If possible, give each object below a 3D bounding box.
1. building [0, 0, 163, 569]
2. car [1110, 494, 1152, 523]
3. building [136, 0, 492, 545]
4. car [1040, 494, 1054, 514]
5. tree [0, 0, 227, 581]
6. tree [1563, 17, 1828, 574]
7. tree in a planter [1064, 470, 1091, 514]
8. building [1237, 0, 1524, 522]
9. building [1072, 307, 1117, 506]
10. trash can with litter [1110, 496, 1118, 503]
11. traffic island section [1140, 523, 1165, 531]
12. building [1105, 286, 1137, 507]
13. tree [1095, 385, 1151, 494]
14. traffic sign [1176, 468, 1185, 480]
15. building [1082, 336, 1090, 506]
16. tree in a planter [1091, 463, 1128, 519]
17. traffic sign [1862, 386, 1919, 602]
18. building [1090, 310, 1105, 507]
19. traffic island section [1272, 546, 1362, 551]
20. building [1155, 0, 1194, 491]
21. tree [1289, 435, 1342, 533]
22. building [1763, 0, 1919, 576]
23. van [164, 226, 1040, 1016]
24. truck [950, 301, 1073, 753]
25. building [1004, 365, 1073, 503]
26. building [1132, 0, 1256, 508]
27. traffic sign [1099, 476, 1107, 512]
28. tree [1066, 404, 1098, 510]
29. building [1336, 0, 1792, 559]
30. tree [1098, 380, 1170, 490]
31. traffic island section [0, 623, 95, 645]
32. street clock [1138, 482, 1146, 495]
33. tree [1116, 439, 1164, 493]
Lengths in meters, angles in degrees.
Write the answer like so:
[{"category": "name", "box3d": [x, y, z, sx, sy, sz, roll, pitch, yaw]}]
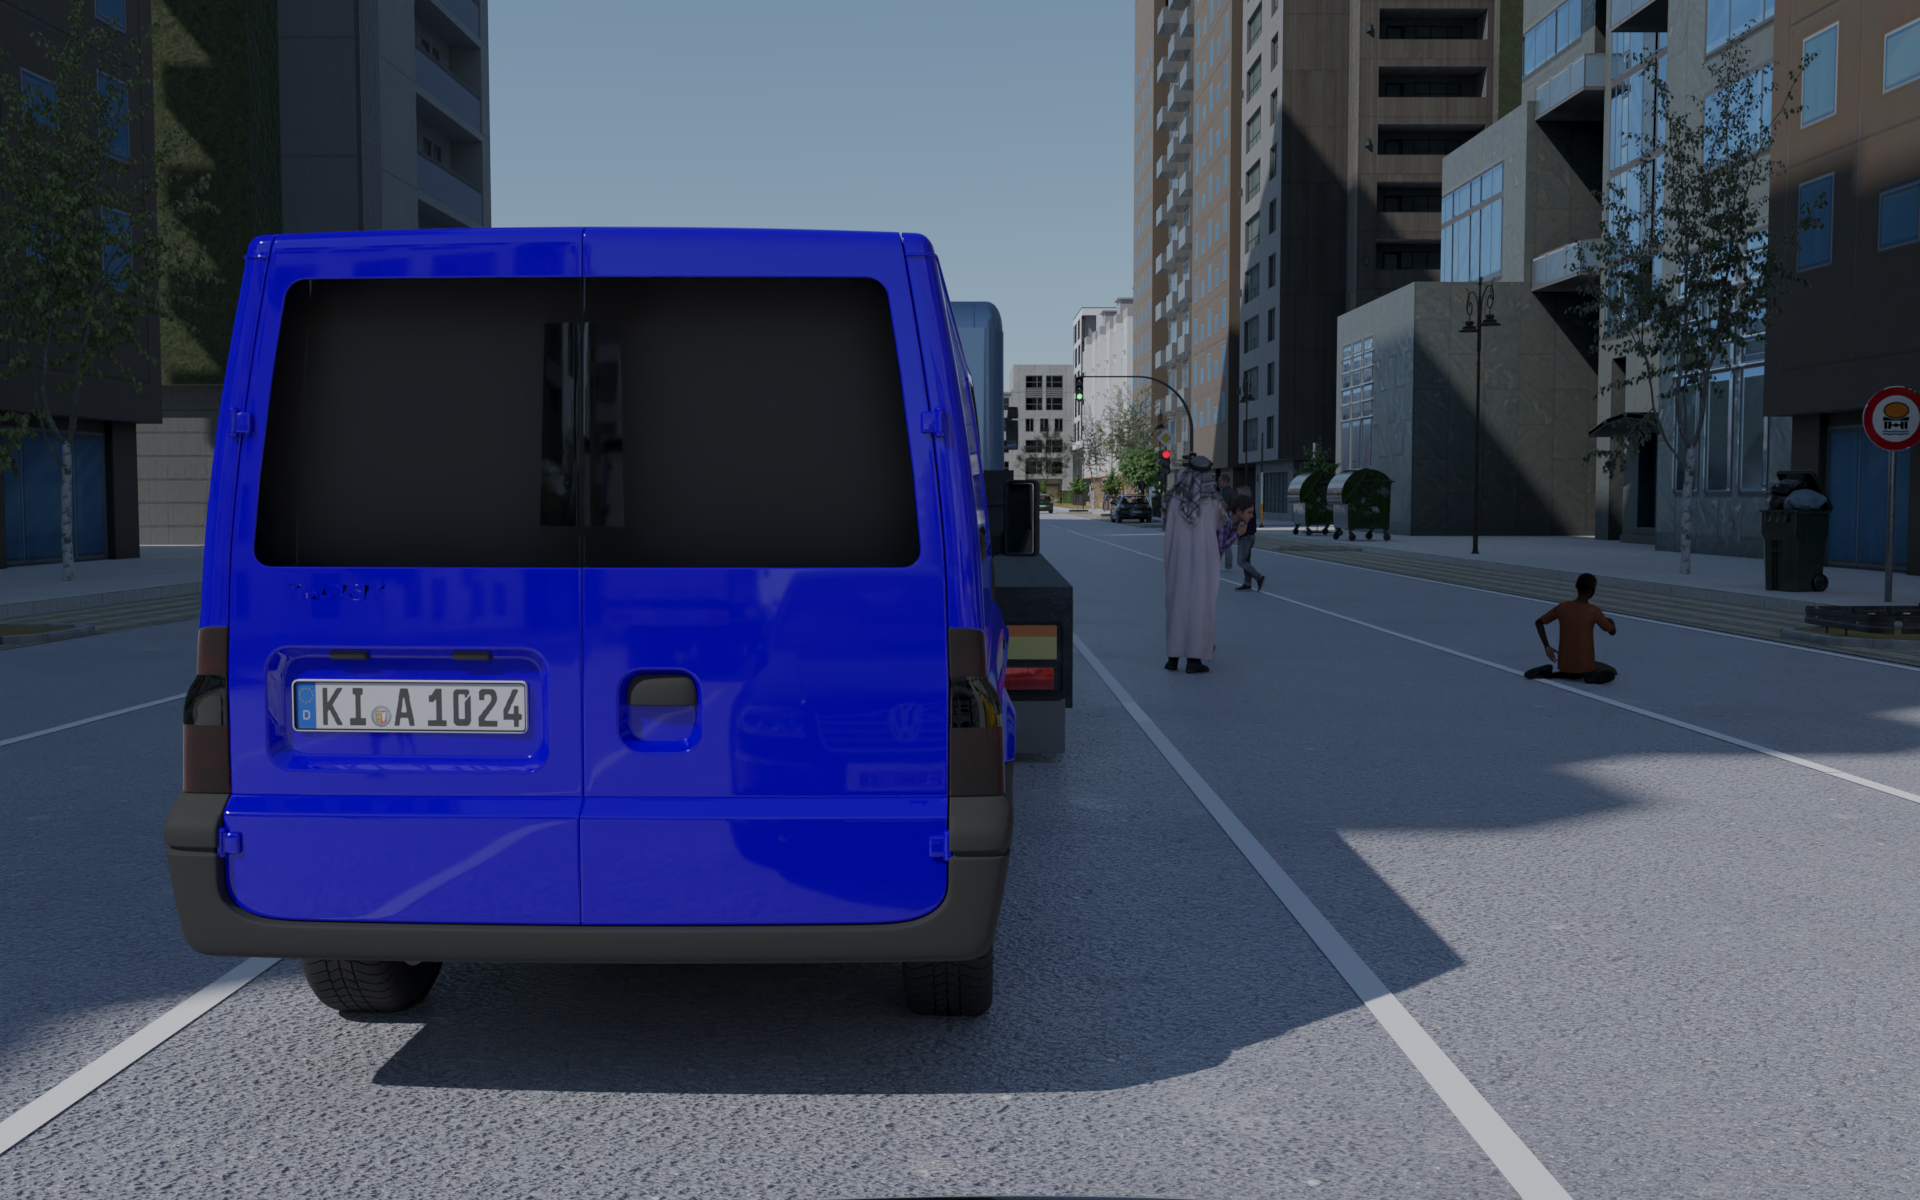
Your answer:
[{"category": "building", "box3d": [-23.039, -23.039, 26.794, 14.600, 45.320, 14.200, 0, 4, 0]}, {"category": "car", "box3d": [8.565, -4.714, 86.861, 2.009, 1.686, 4.222, 0, 4, -2]}, {"category": "building", "box3d": [-29.562, -31.187, 51.904, 28.212, 58.520, 21.231, 0, 4, 0]}, {"category": "car", "box3d": [6.011, -7.257, 128.437, 2.009, 1.686, 4.222, 0, 4, 1]}, {"category": "tree", "box3d": [-13.185, -4.601, 25.582, 4.737, 8.622, 4.395, 0, 3, 0]}, {"category": "tree", "box3d": [11.717, -4.735, 27.785, 4.360, 8.622, 3.978, 0, 3, 0]}, {"category": "tree in a planter", "box3d": [8.619, -7.888, 126.197, 1.991, 3.239, 1.994, 0, 4, 0]}, {"category": "building", "box3d": [21.492, -19.052, 83.207, 14.107, 30.474, 14.160, 0, 4, 0]}, {"category": "building", "box3d": [27.160, -22.124, 205.697, 27.936, 21.610, 32.646, 0, 4, 0]}, {"category": "trash can with litter", "box3d": [10.909, -6.616, 119.556, 1.055, 1.170, 0.624, -2, 4, -35]}, {"category": "traffic island section", "box3d": [8.867, -3.205, 74.685, 2.009, 0.180, 2.903, 0, 4, 0]}, {"category": "building", "box3d": [22.235, -18.608, 160.661, 16.016, 20.091, 11.380, 0, 4, 0]}, {"category": "tree", "box3d": [11.145, -10.147, 116.265, 4.737, 8.622, 4.395, 0, 3, 0]}, {"category": "traffic sign", "box3d": [11.140, -5.264, 86.168, 0.768, 2.556, 0.104, 1, 4, 9]}, {"category": "building", "box3d": [21.153, -20.008, 183.550, 16.016, 20.091, 11.380, 0, 4, 0]}, {"category": "tree in a planter", "box3d": [8.752, -6.240, 99.254, 1.991, 3.239, 1.994, 0, 4, 0]}, {"category": "traffic sign", "box3d": [11.025, -1.247, 20.498, 0.768, 2.556, 0.104, 0, 4, 2]}, {"category": "building", "box3d": [21.655, -19.313, 172.194, 16.016, 20.091, 11.380, 0, 4, 0]}, {"category": "traffic island section", "box3d": [9.009, -1.297, 44.065, 1.991, 0.108, 1.994, 0, 4, 0]}, {"category": "building", "box3d": [25.613, -30.584, 119.662, 23.786, 49.044, 30.456, 0, 4, 0]}, {"category": "tree", "box3d": [11.831, -3.821, 57.068, 1.663, 3.219, 1.824, 0, 3, 0]}, {"category": "building", "box3d": [21.704, -22.843, 23.594, 14.600, 45.320, 14.200, 0, 4, 0]}, {"category": "van", "box3d": [-0.789, -0.125, 6.429, 2.240, 2.365, 5.245, 0, 4, 1]}, {"category": "truck", "box3d": [-0.597, -1.753, 18.420, 2.967, 4.110, 18.799, 0, 3, 0]}, {"category": "building", "box3d": [7.242, -23.137, 244.741, 31.486, 18.905, 16.747, 0, 4, 0]}, {"category": "building", "box3d": [21.879, -30.093, 142.133, 14.600, 45.320, 14.200, 0, 4, 0]}, {"category": "traffic sign", "box3d": [10.403, -7.607, 124.476, 0.768, 2.556, 0.104, 1, 4, 9]}, {"category": "tree", "box3d": [10.657, -11.535, 138.957, 4.360, 8.622, 3.978, 0, 3, 0]}, {"category": "building", "box3d": [24.951, -44.812, 45.340, 22.319, 86.520, 31.000, 0, 4, 0]}, {"category": "tree", "box3d": [11.308, -9.792, 110.457, 4.360, 8.622, 3.978, 0, 3, 0]}, {"category": "traffic island section", "box3d": [-9.778, 0.352, 17.113, 1.991, 0.108, 1.994, 0, 4, 0]}, {"category": "street clock", "box3d": [10.469, -5.817, 99.681, 0.471, 2.002, 0.358, 0, 4, 6]}, {"category": "tree", "box3d": [10.947, -7.352, 103.919, 4.285, 4.588, 4.351, 0, 3, 0]}]
